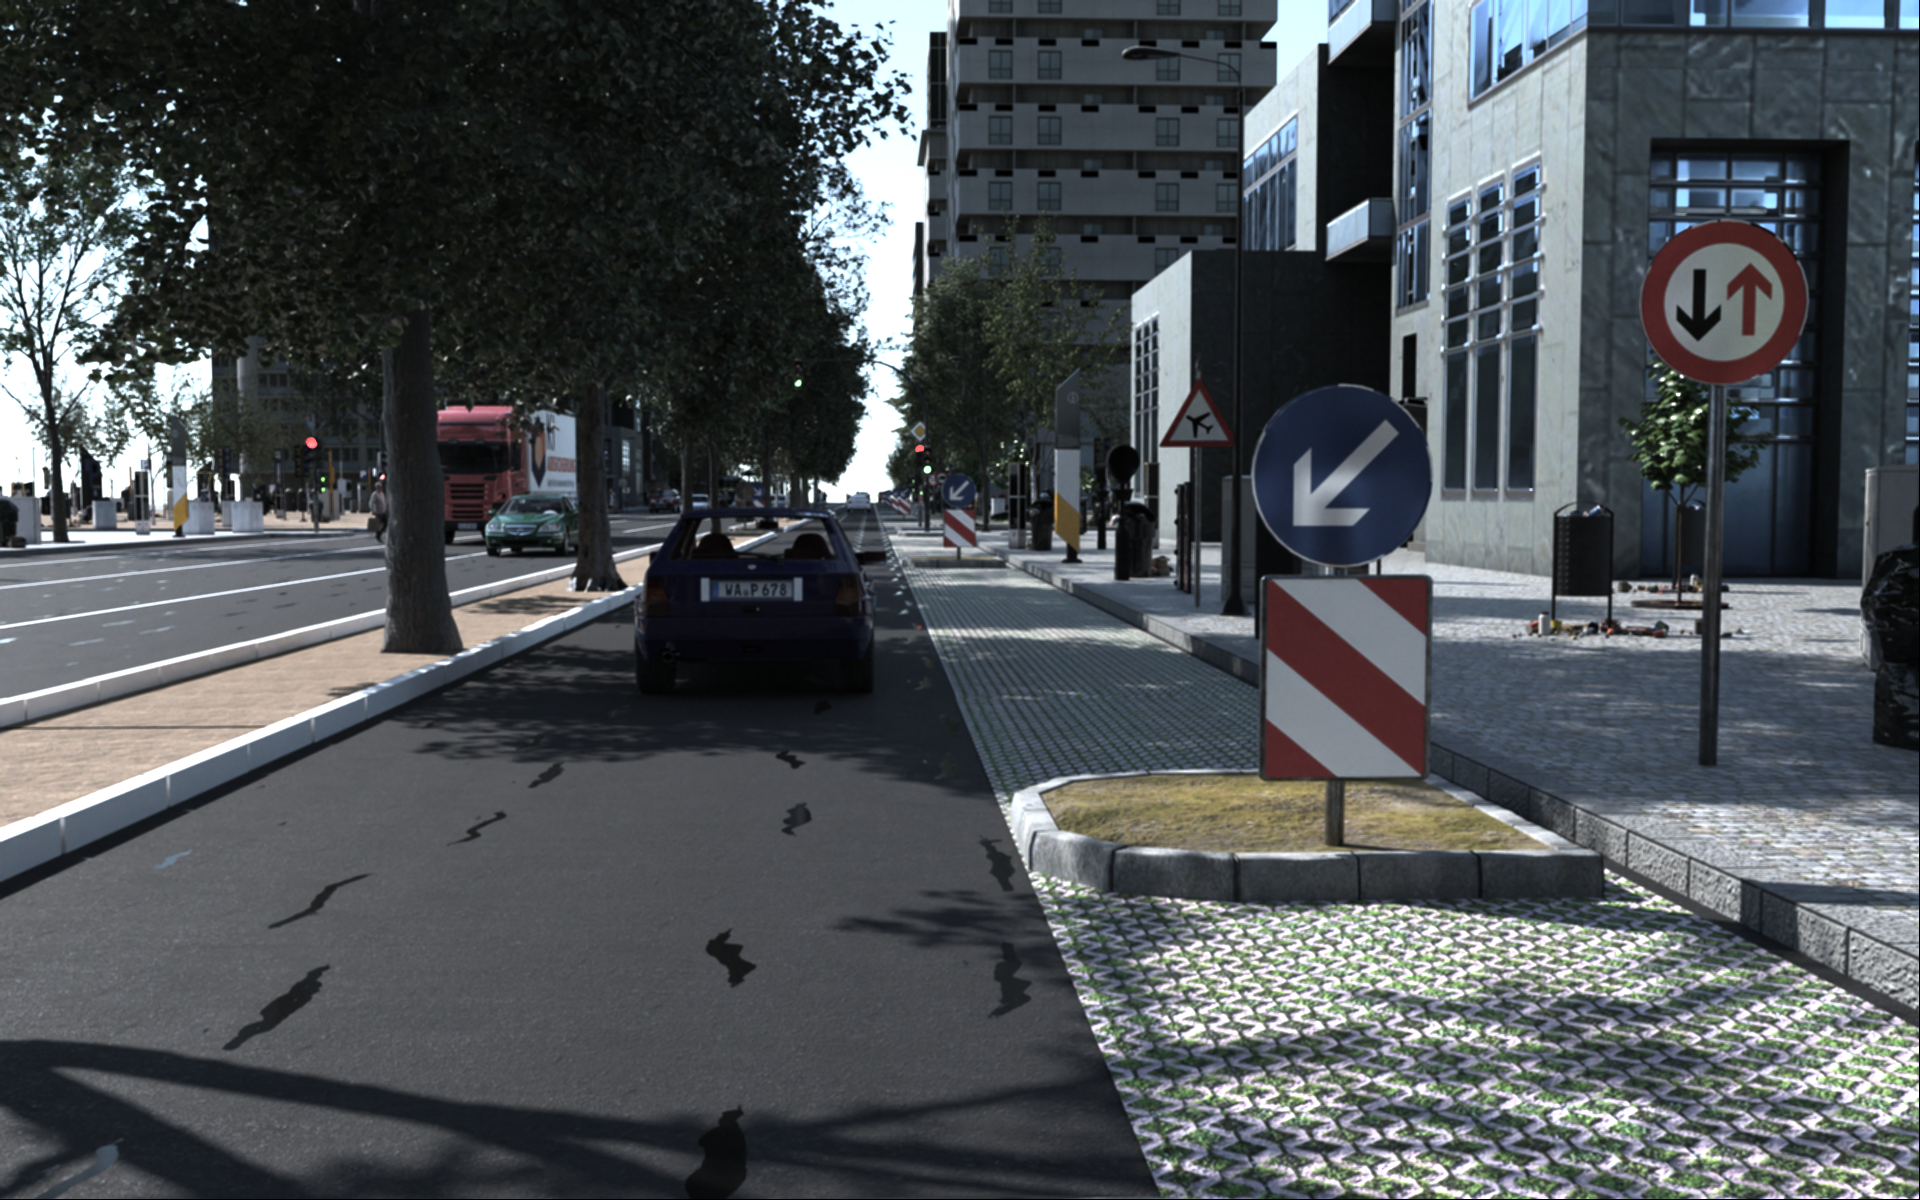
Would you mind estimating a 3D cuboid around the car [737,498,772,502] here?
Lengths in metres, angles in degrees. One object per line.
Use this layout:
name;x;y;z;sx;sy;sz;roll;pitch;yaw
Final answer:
car;-12.452;-5.890;105.335;2.155;1.783;4.494;0;4;-2

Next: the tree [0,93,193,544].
tree;-23.784;-7.303;45.157;9.928;11.665;9.643;0;3;0

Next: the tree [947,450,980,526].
tree;0.562;-4.593;69.698;1.663;3.219;1.824;0;3;0

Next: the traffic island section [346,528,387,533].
traffic island section;-21.930;-2.665;65.849;2.009;0.180;2.903;0;4;-3

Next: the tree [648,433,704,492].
tree;-29.494;-13.758;175.298;4.737;8.622;4.395;0;3;0

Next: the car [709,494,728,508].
car;-23.051;-9.487;164.144;2.155;1.783;4.494;0;4;-2

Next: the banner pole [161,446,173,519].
banner pole;-41.021;-6.091;89.606;0.401;3.779;0.863;1;4;19

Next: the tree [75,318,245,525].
tree;-33.081;-7.396;71.285;4.737;8.622;4.395;0;3;0

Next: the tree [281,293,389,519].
tree;-24.680;-8.558;74.331;8.767;10.594;7.601;-1;4;-22

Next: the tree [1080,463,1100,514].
tree;8.227;-7.049;109.844;1.663;3.219;1.824;0;3;0

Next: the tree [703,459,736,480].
tree;-32.910;-17.460;235.836;4.360;8.622;3.978;0;3;0

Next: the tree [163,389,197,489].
tree;-51.515;-10.211;117.308;4.360;8.622;3.978;0;3;0

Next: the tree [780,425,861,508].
tree;-10.121;-11.768;112.995;7.486;12.596;7.792;0;3;0

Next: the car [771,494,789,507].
car;-14.621;-7.700;137.896;2.014;1.417;4.499;0;4;-2

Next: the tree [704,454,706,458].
tree;-31.953;-15.592;205.286;4.737;8.622;4.395;0;3;0

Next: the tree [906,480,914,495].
tree;-5.981;-13.467;214.790;1.663;3.219;1.824;0;3;0

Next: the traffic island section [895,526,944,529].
traffic island section;-1.515;-2.728;66.890;2.009;0.180;2.903;0;4;-3

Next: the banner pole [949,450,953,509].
banner pole;-0.503;-6.561;97.294;0.401;3.779;0.863;-1;4;-13

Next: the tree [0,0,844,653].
tree;-4.889;-6.492;15.265;9.857;13.997;8.962;0;3;0

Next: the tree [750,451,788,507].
tree;-8.641;-7.849;81.144;4.737;8.622;4.395;0;3;0

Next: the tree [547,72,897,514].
tree;-5.499;-5.939;33.977;8.767;10.594;7.601;0;4;-3

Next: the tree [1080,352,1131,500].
tree;7.755;-8.373;87.265;4.360;8.622;3.978;0;3;0

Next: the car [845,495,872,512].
car;-8.040;-7.645;137.358;2.083;1.381;4.827;0;4;-4

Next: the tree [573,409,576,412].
tree;-31.850;-11.418;137.041;4.737;8.622;4.395;0;3;0

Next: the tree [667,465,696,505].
tree;-30.331;-12.526;188.510;4.285;4.588;4.351;0;3;0

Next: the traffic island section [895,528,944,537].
traffic island section;-1.105;-2.241;58.915;2.009;0.180;2.903;0;4;-3

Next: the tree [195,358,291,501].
tree;-39.234;-8.839;94.877;4.360;8.622;3.978;0;3;0

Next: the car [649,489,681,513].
car;-22.814;-7.676;134.171;2.281;1.827;5.304;0;4;-2

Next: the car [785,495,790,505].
car;-16.165;-9.162;162.155;2.083;1.381;4.827;0;4;-3

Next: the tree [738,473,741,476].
tree;-34.036;-18.847;258.514;4.360;8.622;3.978;0;3;0

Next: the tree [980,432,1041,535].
tree;1.798;-3.660;54.449;1.663;3.219;1.824;0;3;0

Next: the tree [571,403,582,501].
tree;-28.540;-10.901;128.591;4.360;8.622;3.978;0;3;0

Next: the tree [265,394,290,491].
tree;-50.115;-10.590;123.512;4.737;8.622;4.395;0;3;0

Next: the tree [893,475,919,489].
tree;-7.050;-14.986;228.737;4.285;4.588;4.351;0;3;0

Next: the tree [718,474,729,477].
tree;-34.684;-16.359;251.184;4.285;4.588;4.351;0;3;0

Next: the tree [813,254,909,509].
tree;-10.101;-16.924;135.048;12.611;20.169;13.585;0;3;0

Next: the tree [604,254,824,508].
tree;-7.754;-7.693;53.994;9.928;11.665;9.643;0;3;0

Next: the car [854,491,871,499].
car;-12.865;-13.456;228.672;2.281;1.827;5.304;0;4;-3

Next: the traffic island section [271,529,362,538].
traffic island section;-21.520;-2.177;57.875;2.009;0.180;2.903;0;4;-3

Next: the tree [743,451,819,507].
tree;-8.645;-8.172;86.425;4.360;8.622;3.978;0;3;0

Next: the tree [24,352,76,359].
tree;-45.451;-8.354;86.947;4.360;8.622;3.978;0;3;0

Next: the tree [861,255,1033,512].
tree;0.085;-10.101;83.279;7.486;12.596;7.792;0;3;0

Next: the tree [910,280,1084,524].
tree;1.132;-8.584;74.768;8.767;10.594;7.601;0;4;-3

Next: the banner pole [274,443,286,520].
banner pole;-33.056;-5.767;84.309;0.401;3.779;0.863;1;4;20

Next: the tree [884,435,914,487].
tree;-6.231;-15.410;202.316;4.360;8.622;3.978;0;3;0

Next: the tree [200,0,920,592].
tree;-5.408;-6.468;25.215;9.611;12.733;9.660;0;3;0

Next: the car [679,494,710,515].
car;-15.859;-5.651;104.403;2.014;1.417;4.499;0;4;-5

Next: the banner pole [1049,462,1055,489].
banner pole;7.261;-8.963;136.560;0.863;3.779;0.401;2;4;32

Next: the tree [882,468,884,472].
tree;-7.035;-15.808;208.816;4.737;8.622;4.395;0;3;0

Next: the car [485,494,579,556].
car;-10.123;-1.822;41.586;2.131;1.459;4.920;0;4;-4

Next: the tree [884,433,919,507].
tree;-4.541;-13.632;173.247;4.737;8.622;4.395;0;3;0

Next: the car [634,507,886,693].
car;-1.553;-0.077;13.835;1.945;1.354;3.894;0;4;-4

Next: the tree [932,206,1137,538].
tree;2.073;-5.756;44.473;4.737;8.622;4.395;0;3;0
